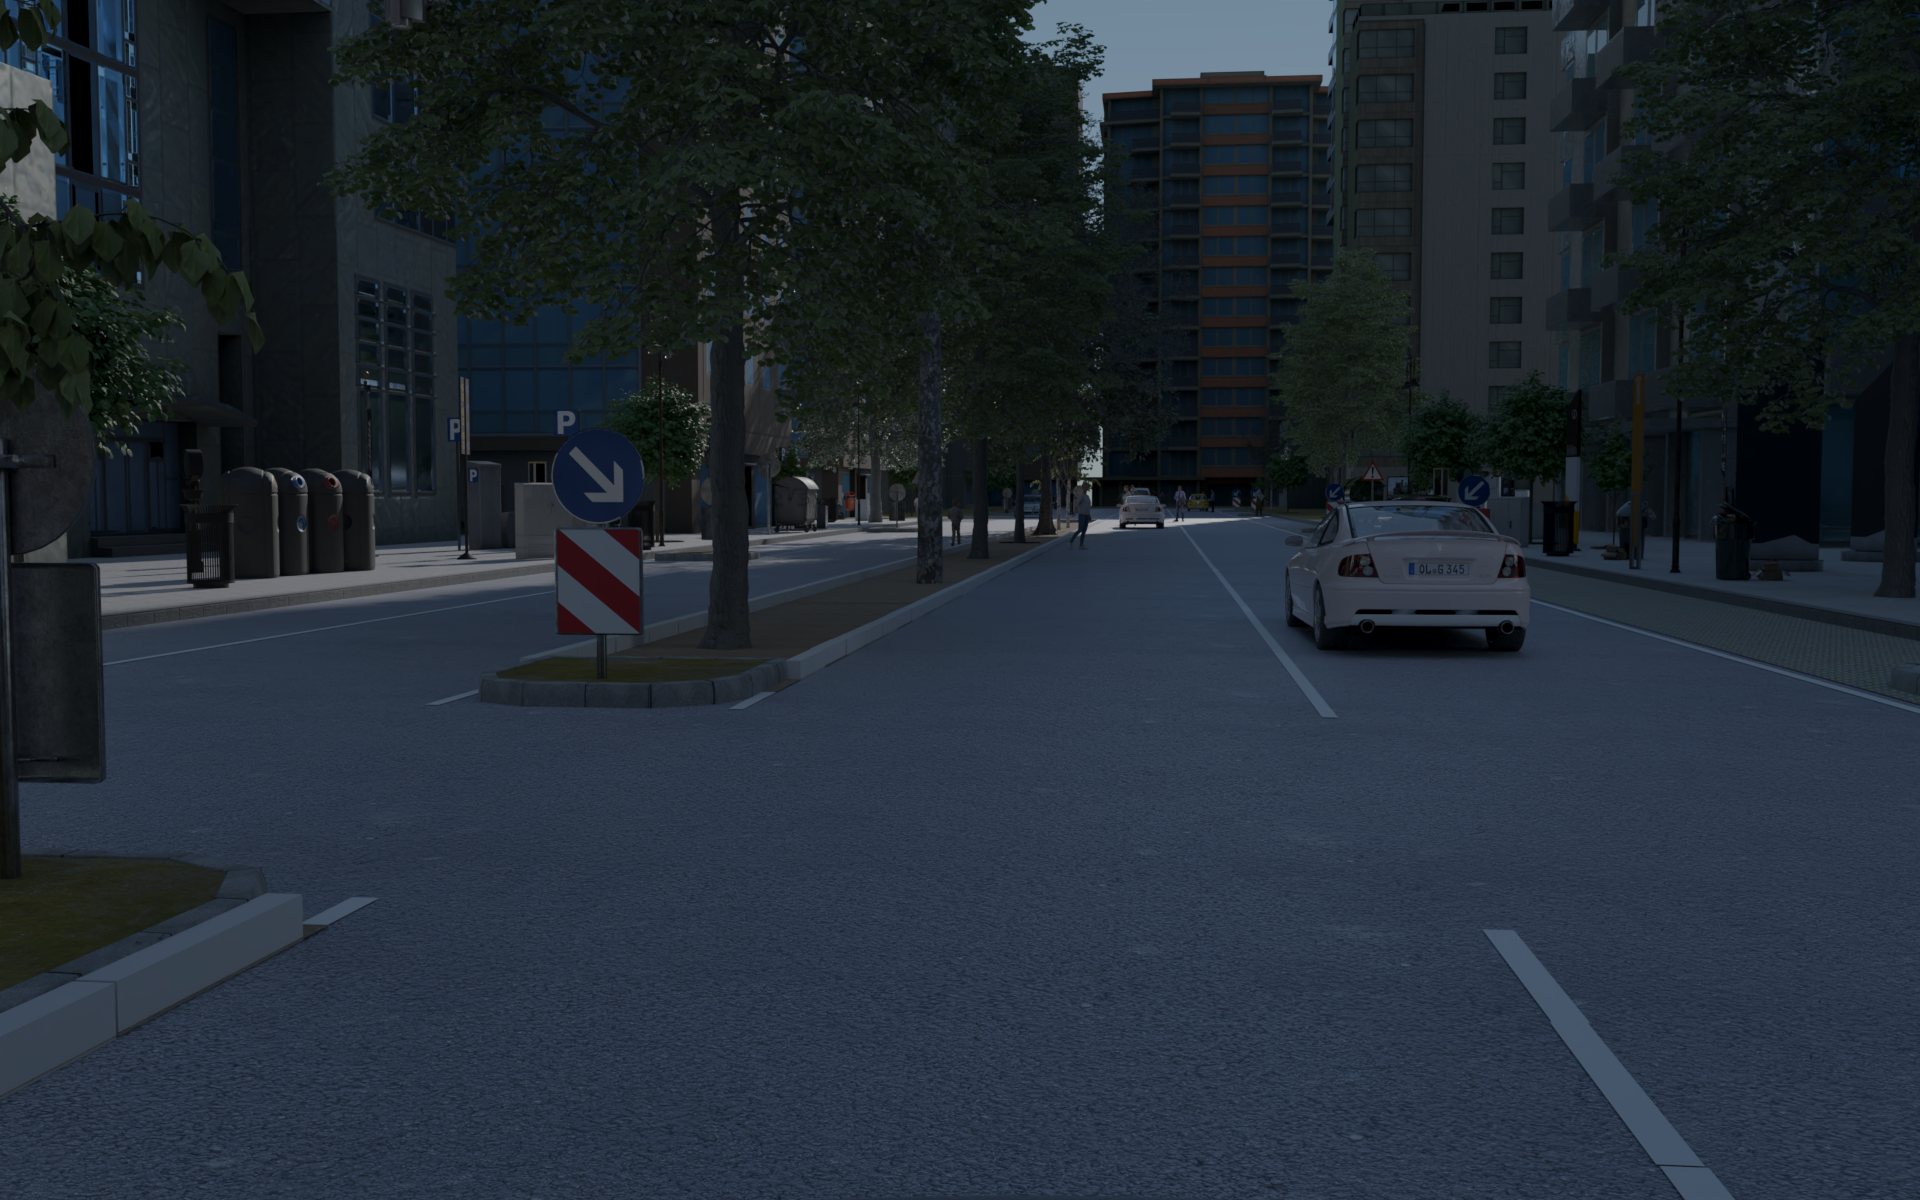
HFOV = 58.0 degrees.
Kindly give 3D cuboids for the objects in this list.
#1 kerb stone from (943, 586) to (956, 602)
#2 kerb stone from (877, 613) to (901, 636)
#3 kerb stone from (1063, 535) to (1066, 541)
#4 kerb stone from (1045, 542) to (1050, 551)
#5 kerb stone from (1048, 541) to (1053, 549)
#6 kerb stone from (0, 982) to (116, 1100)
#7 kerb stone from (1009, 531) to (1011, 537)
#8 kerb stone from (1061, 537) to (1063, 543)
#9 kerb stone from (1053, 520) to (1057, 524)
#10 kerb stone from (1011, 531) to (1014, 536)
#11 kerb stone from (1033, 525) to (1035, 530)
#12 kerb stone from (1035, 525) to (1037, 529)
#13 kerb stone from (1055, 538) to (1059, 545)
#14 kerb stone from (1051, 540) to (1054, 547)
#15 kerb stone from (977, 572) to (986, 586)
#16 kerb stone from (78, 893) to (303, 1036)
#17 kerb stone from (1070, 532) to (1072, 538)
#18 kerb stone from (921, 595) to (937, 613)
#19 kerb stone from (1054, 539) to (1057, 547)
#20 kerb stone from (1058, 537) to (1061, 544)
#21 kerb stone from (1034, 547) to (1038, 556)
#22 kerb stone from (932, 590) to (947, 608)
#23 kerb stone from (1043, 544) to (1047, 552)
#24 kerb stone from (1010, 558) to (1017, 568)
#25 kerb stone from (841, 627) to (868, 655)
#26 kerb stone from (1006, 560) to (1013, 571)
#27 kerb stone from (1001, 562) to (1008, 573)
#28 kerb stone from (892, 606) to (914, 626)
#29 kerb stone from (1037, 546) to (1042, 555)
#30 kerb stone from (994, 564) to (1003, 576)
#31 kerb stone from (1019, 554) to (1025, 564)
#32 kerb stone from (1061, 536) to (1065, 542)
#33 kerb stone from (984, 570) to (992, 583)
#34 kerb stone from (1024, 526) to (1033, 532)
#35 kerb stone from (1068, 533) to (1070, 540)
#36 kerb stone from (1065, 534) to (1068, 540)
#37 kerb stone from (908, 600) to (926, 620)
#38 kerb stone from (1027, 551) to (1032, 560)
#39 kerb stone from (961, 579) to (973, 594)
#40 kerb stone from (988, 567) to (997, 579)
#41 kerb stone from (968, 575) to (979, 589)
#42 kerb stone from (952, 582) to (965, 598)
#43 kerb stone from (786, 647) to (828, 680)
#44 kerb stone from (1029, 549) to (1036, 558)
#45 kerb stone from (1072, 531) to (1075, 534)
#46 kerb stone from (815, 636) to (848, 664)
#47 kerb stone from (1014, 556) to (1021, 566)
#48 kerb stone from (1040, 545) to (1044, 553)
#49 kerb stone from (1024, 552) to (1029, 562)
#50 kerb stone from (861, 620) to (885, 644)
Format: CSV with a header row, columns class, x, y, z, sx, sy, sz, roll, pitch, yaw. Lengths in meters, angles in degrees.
class,x,y,z,sx,sy,sz,roll,pitch,yaw
kerb stone,-0.205,-0.049,22.995,0.120,0.150,1.000,0,4,6
kerb stone,-0.771,0.266,17.907,0.120,0.150,1.000,0,4,6
kerb stone,2.999,-1.792,51.489,0.120,0.150,1.000,0,4,6
kerb stone,2.097,-1.293,43.339,0.120,0.150,1.000,0,4,6
kerb stone,2.218,-1.356,44.358,0.120,0.150,1.000,0,4,6
kerb stone,-2.333,1.109,4.058,0.120,0.150,1.000,0,4,6
kerb stone,1.505,-2.120,56.851,0.120,0.150,1.000,0,4,6
kerb stone,2.780,-1.665,49.456,0.120,0.150,1.000,0,4,6
kerb stone,4.825,-3.924,86.378,0.120,0.150,1.000,0,4,6
kerb stone,1.610,-2.179,57.868,0.120,0.150,1.000,0,4,6
kerb stone,2.769,-2.805,68.059,0.120,0.150,1.000,0,4,6
kerb stone,2.878,-2.867,69.078,0.120,0.150,1.000,0,4,6
kerb stone,2.558,-1.543,47.416,0.120,0.150,1.000,0,4,6
kerb stone,2.320,-1.418,45.376,0.120,0.150,1.000,0,4,6
kerb stone,0.255,-0.297,27.058,0.120,0.150,1.000,0,4,6
kerb stone,-2.227,1.049,5.075,0.120,0.150,1.000,0,4,6
kerb stone,3.354,-1.978,54.543,0.120,0.150,1.000,0,4,6
kerb stone,-0.432,0.075,20.963,0.120,0.150,1.000,0,4,6
kerb stone,2.437,-1.475,46.401,0.120,0.150,1.000,0,4,6
kerb stone,2.668,-1.604,48.435,0.120,0.150,1.000,0,4,6
kerb stone,1.620,-1.044,39.261,0.120,0.150,1.000,0,4,6
kerb stone,-0.313,0.013,21.978,0.120,0.150,1.000,0,4,6
kerb stone,1.980,-1.228,42.322,0.120,0.150,1.000,0,4,6
kerb stone,0.943,-0.662,33.155,0.120,0.150,1.000,0,4,6
kerb stone,-1.007,0.389,15.864,0.120,0.150,1.000,0,4,6
kerb stone,0.836,-0.608,32.138,0.120,0.150,1.000,0,4,6
kerb stone,0.711,-0.544,31.122,0.120,0.150,1.000,0,4,6
kerb stone,-0.664,0.201,18.932,0.120,0.150,1.000,0,4,6
kerb stone,1.747,-1.096,40.285,0.120,0.150,1.000,0,4,6
kerb stone,0.591,-0.484,30.106,0.120,0.150,1.000,0,4,6
kerb stone,1.174,-0.795,35.192,0.120,0.150,1.000,0,4,6
kerb stone,2.892,-1.729,50.472,0.120,0.150,1.000,0,4,6
kerb stone,0.372,-0.355,28.074,0.120,0.150,1.000,0,4,6
kerb stone,2.648,-2.743,67.042,0.120,0.150,1.000,0,4,6
kerb stone,3.235,-1.915,53.526,0.120,0.150,1.000,0,4,6
kerb stone,3.120,-1.853,52.508,0.120,0.150,1.000,0,4,6
kerb stone,-0.541,0.138,19.947,0.120,0.150,1.000,0,4,6
kerb stone,1.405,-0.915,37.223,0.120,0.150,1.000,0,4,6
kerb stone,0.036,-0.173,25.025,0.120,0.150,1.000,0,4,6
kerb stone,0.478,-0.413,29.091,0.120,0.150,1.000,0,4,6
kerb stone,0.145,-0.232,26.042,0.120,0.150,1.000,0,4,6
kerb stone,-0.087,-0.109,24.011,0.120,0.150,1.000,0,4,6
kerb stone,-1.230,0.512,13.831,0.120,0.150,1.000,0,4,6
kerb stone,1.518,-0.981,38.241,0.120,0.150,1.000,0,4,6
kerb stone,3.590,-2.103,56.580,0.120,0.150,1.000,0,4,6
kerb stone,-1.128,0.449,14.849,0.120,0.150,1.000,0,4,6
kerb stone,1.060,-0.732,34.170,0.120,0.150,1.000,0,4,6
kerb stone,1.860,-1.169,41.305,0.120,0.150,1.000,0,4,6
kerb stone,1.286,-0.854,36.208,0.120,0.150,1.000,0,4,6
kerb stone,-0.892,0.327,16.881,0.120,0.150,1.000,0,4,6
